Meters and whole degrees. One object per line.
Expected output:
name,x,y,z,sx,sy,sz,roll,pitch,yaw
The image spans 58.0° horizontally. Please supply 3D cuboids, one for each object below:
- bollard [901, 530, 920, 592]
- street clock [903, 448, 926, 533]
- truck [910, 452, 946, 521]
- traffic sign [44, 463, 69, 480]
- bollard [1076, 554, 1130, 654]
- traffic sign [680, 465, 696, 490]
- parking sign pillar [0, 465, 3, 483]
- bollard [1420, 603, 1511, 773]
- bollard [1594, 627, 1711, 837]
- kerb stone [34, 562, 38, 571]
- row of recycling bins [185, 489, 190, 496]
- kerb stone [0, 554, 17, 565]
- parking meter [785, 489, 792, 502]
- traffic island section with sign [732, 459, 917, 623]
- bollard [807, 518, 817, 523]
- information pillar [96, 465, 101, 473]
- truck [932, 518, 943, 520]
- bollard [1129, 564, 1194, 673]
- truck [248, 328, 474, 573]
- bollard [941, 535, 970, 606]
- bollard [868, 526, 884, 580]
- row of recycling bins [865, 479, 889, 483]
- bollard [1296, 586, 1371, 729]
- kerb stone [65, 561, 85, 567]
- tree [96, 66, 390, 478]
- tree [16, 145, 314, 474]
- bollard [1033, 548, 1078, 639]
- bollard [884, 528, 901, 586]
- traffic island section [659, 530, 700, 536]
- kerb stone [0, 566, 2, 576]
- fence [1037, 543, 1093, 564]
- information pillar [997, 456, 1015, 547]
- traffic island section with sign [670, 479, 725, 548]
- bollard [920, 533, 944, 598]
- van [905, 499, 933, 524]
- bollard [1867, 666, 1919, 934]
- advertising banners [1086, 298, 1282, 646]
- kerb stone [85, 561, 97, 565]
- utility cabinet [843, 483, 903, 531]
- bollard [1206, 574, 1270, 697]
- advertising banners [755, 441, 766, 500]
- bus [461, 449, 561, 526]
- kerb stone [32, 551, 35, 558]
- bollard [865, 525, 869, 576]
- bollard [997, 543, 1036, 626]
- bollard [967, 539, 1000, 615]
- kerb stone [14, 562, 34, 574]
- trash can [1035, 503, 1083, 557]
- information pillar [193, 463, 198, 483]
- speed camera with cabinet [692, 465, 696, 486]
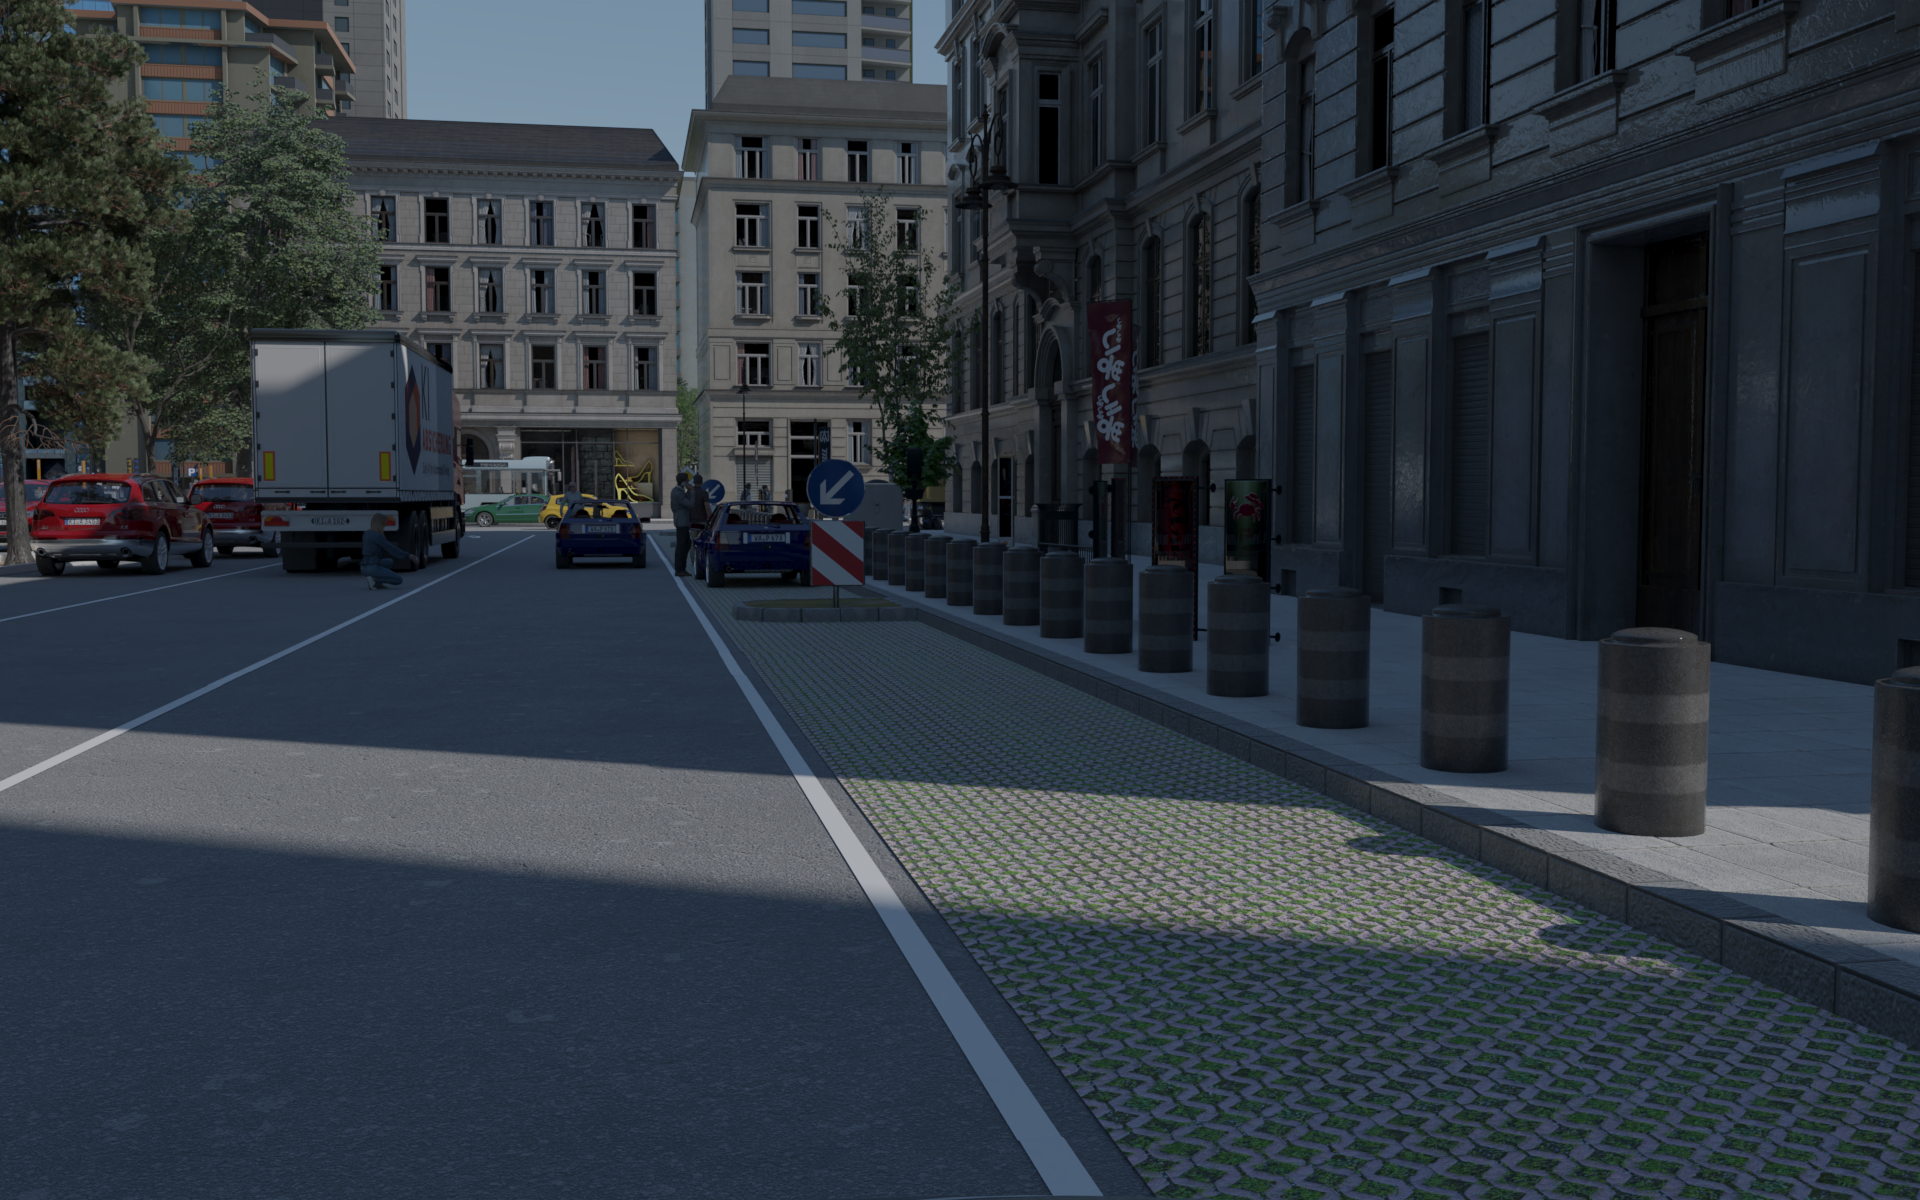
bollard,-0.525,-0.503,22.934,0.404,0.777,0.398,0,3,0
street clock,-0.724,-1.403,27.504,0.358,2.002,0.471,0,4,1
truck,2.183,-4.309,66.374,9.791,3.379,3.469,-1,4,-10
traffic sign,-29.345,-3.223,56.343,0.795,2.450,0.064,-1,4,-11
bollard,1.205,0.041,14.050,0.404,0.777,0.398,0,3,0
traffic sign,-9.471,-3.458,60.188,0.795,2.450,0.064,-1,4,-11
parking sign pillar,-71.766,-8.623,129.464,1.447,3.967,1.447,-3,5,-41
bollard,2.368,0.403,8.122,0.404,0.777,0.398,0,3,0
bollard,2.653,0.494,6.642,0.404,0.777,0.398,0,3,0
kerb stone,-17.319,-0.628,32.468,0.120,0.150,1.000,-1,4,-11
row of recycling bins,-61.567,-8.179,140.843,1.069,1.692,3.534,2,4,34
kerb stone,-20.342,-0.908,37.071,0.120,0.150,1.000,-1,4,-11
parking meter,-8.631,-4.824,87.285,0.372,1.533,0.369,0,3,0
traffic island section with sign,-1.635,-0.706,20.171,1.989,1.847,2.006,-1,4,-11
bollard,-3.130,-1.317,36.251,0.404,0.777,0.398,0,3,0
information pillar,-64.873,-8.510,130.492,0.183,3.616,0.504,1,4,15
truck,7.258,-5.225,75.181,18.799,4.110,2.967,-1,4,-12
bollard,1.494,0.131,12.575,0.404,0.777,0.398,0,3,0
truck,-11.761,-2.821,35.030,2.839,4.237,11.283,-1,4,-10
bollard,0.045,-0.322,19.981,0.404,0.777,0.398,0,3,0
bollard,-1.106,-0.683,25.891,0.404,0.777,0.398,0,3,0
row of recycling bins,-2.347,-2.603,49.666,1.069,1.692,3.534,0,4,-2
bollard,2.073,0.312,9.619,0.404,0.777,0.398,0,3,0
kerb stone,-17.702,-0.752,34.491,0.120,0.150,1.000,-1,4,-11
tree,-21.918,-8.775,52.579,9.857,13.997,8.962,0,3,0
tree,-20.160,-6.515,43.392,8.767,10.594,7.601,-1,4,-11
bollard,0.918,-0.050,15.530,0.404,0.777,0.398,0,3,0
bollard,-0.815,-0.593,24.415,0.404,0.777,0.398,0,3,0
traffic island section,-9.449,-2.324,60.270,2.009,0.180,2.903,-1,4,-11
kerb stone,-16.921,-0.502,30.457,0.120,0.150,1.000,-1,4,-11
fence,1.257,-0.311,20.463,0.278,0.683,2.069,-1,4,-17
information pillar,0.886,-1.758,33.232,0.304,2.012,0.304,0,4,8
traffic island section with sign,-6.819,-2.333,46.779,1.989,1.847,2.006,-1,4,-11
bollard,-0.238,-0.412,21.457,0.404,0.777,0.398,0,3,0
van,-0.393,-4.311,77.501,4.112,2.044,2.013,-1,4,-12
bollard,2.941,0.584,5.167,0.404,0.777,0.398,0,3,0
advertising banners,1.911,-1.161,15.174,2.074,3.025,0.090,3,5,43
kerb stone,-17.898,-0.814,35.497,0.120,0.150,1.000,-1,4,-11
utility cabinet,-1.738,-1.586,34.608,1.173,1.500,0.318,0,4,4
bollard,1.781,0.222,11.094,0.404,0.777,0.398,0,3,0
advertising banners,-6.490,-3.676,56.298,0.090,3.025,2.074,-1,4,-15
bus,-24.124,-5.107,78.364,13.247,3.499,2.948,-1,4,-13
kerb stone,-20.749,-1.033,39.092,0.120,0.150,1.000,-1,4,-11
bollard,-1.389,-0.774,27.368,0.404,0.777,0.398,0,3,0
bollard,0.623,-0.141,17.018,0.404,0.777,0.398,0,3,0
bollard,0.340,-0.231,18.500,0.404,0.777,0.398,0,3,0
kerb stone,-17.110,-0.567,31.464,0.120,0.150,1.000,-1,4,-11
trash can,1.523,-0.923,26.740,0.748,1.137,0.748,0,3,0
information pillar,-57.260,-8.468,129.805,0.183,3.616,0.504,1,4,12
speed camera with cabinet,-18.317,-7.573,118.155,0.660,3.252,2.038,2,4,29
